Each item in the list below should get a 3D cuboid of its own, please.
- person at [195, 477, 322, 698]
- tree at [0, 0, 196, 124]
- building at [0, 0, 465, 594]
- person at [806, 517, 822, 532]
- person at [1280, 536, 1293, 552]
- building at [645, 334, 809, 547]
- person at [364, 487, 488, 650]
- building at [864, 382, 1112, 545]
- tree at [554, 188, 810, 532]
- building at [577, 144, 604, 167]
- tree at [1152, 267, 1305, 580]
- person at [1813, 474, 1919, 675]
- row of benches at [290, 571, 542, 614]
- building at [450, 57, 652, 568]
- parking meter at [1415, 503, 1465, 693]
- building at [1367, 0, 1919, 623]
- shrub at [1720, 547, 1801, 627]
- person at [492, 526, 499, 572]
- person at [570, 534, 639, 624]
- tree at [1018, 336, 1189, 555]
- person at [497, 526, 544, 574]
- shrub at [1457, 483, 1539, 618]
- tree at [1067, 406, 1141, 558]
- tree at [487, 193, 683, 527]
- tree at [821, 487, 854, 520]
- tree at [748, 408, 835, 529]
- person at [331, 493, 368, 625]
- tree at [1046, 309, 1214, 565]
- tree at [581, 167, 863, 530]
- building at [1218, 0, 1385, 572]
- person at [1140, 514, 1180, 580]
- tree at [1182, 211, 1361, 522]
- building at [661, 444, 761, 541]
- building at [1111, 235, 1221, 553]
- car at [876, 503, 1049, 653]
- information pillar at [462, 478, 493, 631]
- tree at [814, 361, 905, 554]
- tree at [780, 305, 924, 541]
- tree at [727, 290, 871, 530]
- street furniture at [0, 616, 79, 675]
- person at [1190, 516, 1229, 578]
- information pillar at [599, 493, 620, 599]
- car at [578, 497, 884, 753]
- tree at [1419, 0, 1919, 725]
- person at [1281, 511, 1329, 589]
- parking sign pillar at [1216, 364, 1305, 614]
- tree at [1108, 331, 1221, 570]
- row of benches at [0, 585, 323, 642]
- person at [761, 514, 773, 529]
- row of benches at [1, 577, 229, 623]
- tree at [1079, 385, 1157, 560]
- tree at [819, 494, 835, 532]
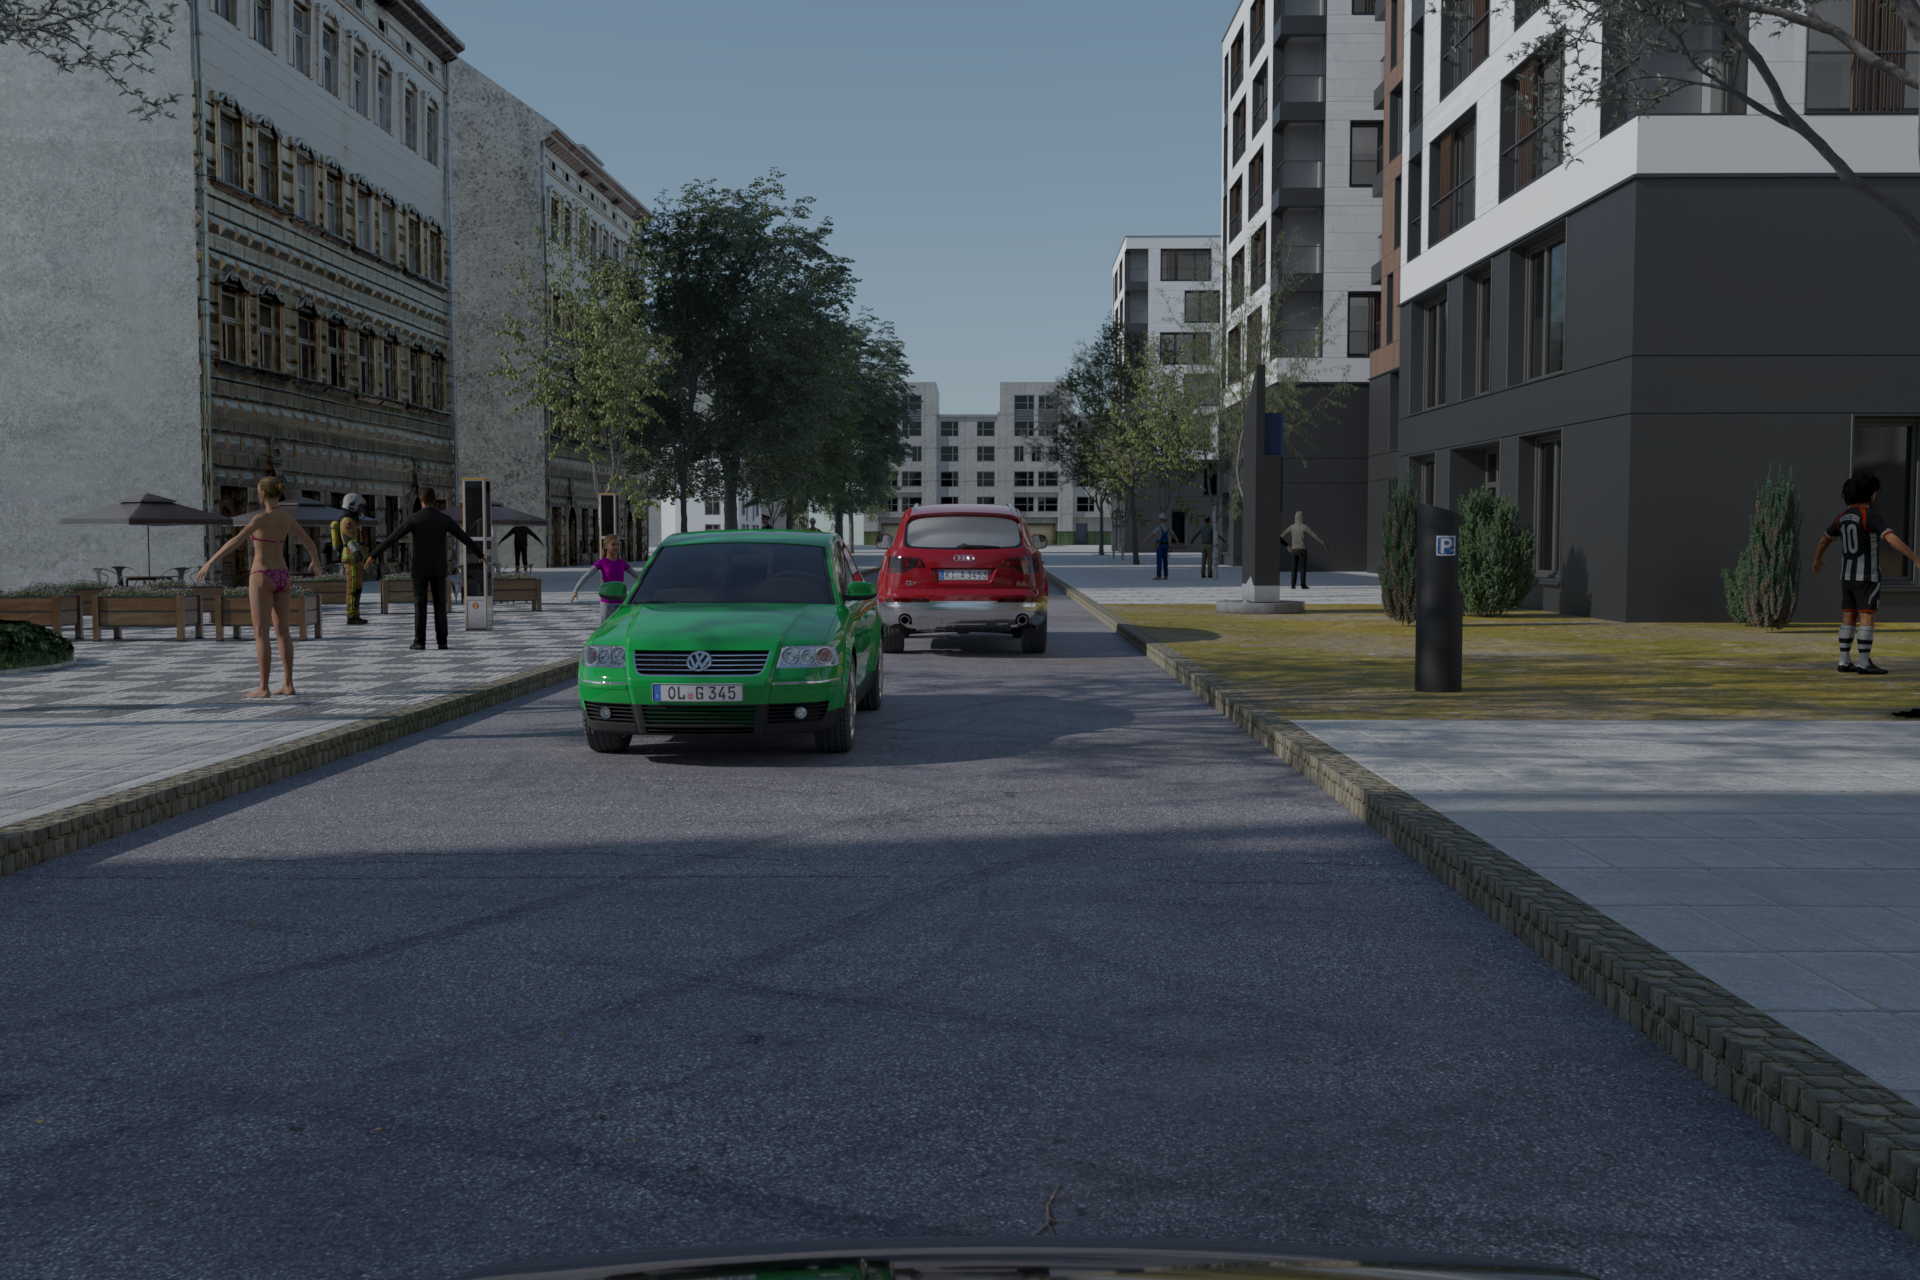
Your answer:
[{"bbox_3d":[-5.502,-0.422,13.697,0.721,1.733,1.217,2,4,26],"label":"person"},{"bbox_3d":[-8.360,-6.131,10.614,12.009,13.543,11.850,0,3,0],"label":"tree"},{"bbox_3d":[-25.054,-13.083,44.833,19.493,23.208,18.063,0,3,0],"label":"building"},{"bbox_3d":[-4.343,-2.719,50.918,1.216,1.772,0.721,0,4,6],"label":"person"},{"bbox_3d":[6.294,-1.795,35.540,1.347,1.806,0.705,-3,4,-38],"label":"person"},{"bbox_3d":[-26.019,-21.334,179.735,19.493,23.208,18.063,0,4,1],"label":"building"},{"bbox_3d":[-5.904,-0.796,19.246,1.346,1.802,0.704,-2,4,-29],"label":"person"},{"bbox_3d":[4.662,-20.748,208.139,31.486,18.905,16.747,0,4,1],"label":"building"},{"bbox_3d":[-7.905,-6.937,47.830,8.767,10.594,7.601,2,4,35],"label":"tree"},{"bbox_3d":[-23.286,-14.010,85.489,16.016,20.090,11.380,0,4,1],"label":"building"},{"bbox_3d":[7.075,-5.975,48.060,4.360,8.622,3.978,0,3,0],"label":"tree"},{"bbox_3d":[8.292,-0.597,15.906,0.704,1.843,1.345,-1,4,-16],"label":"person"},{"bbox_3d":[-8.751,-0.774,28.125,4.104,0.672,1.422,-1,4,-22],"label":"row of benches"},{"bbox_3d":[-24.446,-14.842,73.590,19.493,23.208,18.063,0,4,2],"label":"building"},{"bbox_3d":[3.913,-0.350,14.131,0.372,1.533,0.369,0,3,0],"label":"parking meter"},{"bbox_3d":[23.771,-12.015,40.421,27.936,21.610,32.646,0,4,1],"label":"building"},{"bbox_3d":[11.102,-0.789,24.013,1.383,1.207,1.383,0,3,0],"label":"shrub"},{"bbox_3d":[-9.961,-1.858,36.566,0.705,1.806,1.347,-1,4,-21],"label":"person"},{"bbox_3d":[-3.346,-0.314,16.862,0.991,1.433,0.599,-3,4,-39],"label":"person"},{"bbox_3d":[8.547,-11.890,104.777,12.009,13.543,11.850,0,3,0],"label":"tree"},{"bbox_3d":[-13.033,-2.768,51.389,1.346,1.812,0.704,-1,4,-20],"label":"person"},{"bbox_3d":[8.129,-1.395,26.855,1.661,2.075,1.752,0,3,0],"label":"shrub"},{"bbox_3d":[7.931,-8.610,91.136,4.737,8.622,4.395,0,3,0],"label":"tree"},{"bbox_3d":[-7.857,-5.325,37.433,4.737,8.622,4.395,0,3,0],"label":"tree"},{"bbox_3d":[-14.833,-15.853,209.554,4.737,8.622,4.395,0,3,0],"label":"tree"},{"bbox_3d":[-7.605,-7.409,71.507,4.737,8.622,4.395,0,3,0],"label":"tree"},{"bbox_3d":[-8.574,-1.151,24.582,0.705,1.858,1.354,-1,4,-17],"label":"person"},{"bbox_3d":[7.054,-8.433,72.296,7.601,10.594,8.767,0,4,6],"label":"tree"},{"bbox_3d":[-8.132,-9.389,60.173,9.857,13.997,8.962,0,3,0],"label":"tree"},{"bbox_3d":[24.793,-14.083,74.232,27.936,21.610,32.646,0,4,1],"label":"building"},{"bbox_3d":[5.653,-2.612,48.560,1.347,1.847,0.705,-2,4,-29],"label":"person"},{"bbox_3d":[6.550,-5.512,40.478,4.360,8.622,3.978,0,3,0],"label":"tree"},{"bbox_3d":[-21.872,-12.837,152.031,9.099,9.664,28.070,0,4,1],"label":"building"},{"bbox_3d":[25.636,-17.791,134.849,27.936,21.610,32.646,0,4,1],"label":"building"},{"bbox_3d":[0.025,-0.837,22.360,2.281,1.827,5.304,0,4,0],"label":"car"},{"bbox_3d":[-6.389,-1.129,22.958,0.304,2.012,0.304,0,4,0],"label":"information pillar"},{"bbox_3d":[-7.421,-11.880,112.371,7.486,12.596,7.792,0,3,0],"label":"tree"},{"bbox_3d":[-6.945,-11.675,97.548,9.857,13.997,8.962,0,3,0],"label":"tree"},{"bbox_3d":[-7.714,-9.940,80.651,7.486,12.596,7.792,0,3,0],"label":"tree"},{"bbox_3d":[-11.592,0.063,14.598,5.734,0.657,10.072,0,4,3],"label":"street furniture"},{"bbox_3d":[7.273,-2.724,50.816,1.348,1.796,0.705,3,5,41],"label":"person"},{"bbox_3d":[-6.321,-1.637,31.264,0.304,2.012,0.304,0,4,2],"label":"information pillar"},{"bbox_3d":[-1.546,-0.243,12.773,1.959,1.807,4.718,0,4,1],"label":"car"},{"bbox_3d":[6.885,-6.175,11.332,12.009,13.543,11.850,0,3,0],"label":"tree"},{"bbox_3d":[7.928,-2.097,40.420,1.348,1.813,0.705,2,4,28],"label":"person"},{"bbox_3d":[4.917,-2.433,28.248,1.447,3.967,1.447,0,4,0],"label":"parking sign pillar"},{"bbox_3d":[7.360,-6.841,62.219,4.737,8.622,4.395,0,3,0],"label":"tree"},{"bbox_3d":[-9.706,-0.332,20.895,4.104,0.672,1.422,0,4,-2],"label":"row of benches"},{"bbox_3d":[-5.445,-2.596,48.382,0.705,1.837,1.347,-3,5,-40],"label":"person"},{"bbox_3d":[-12.108,-0.488,23.438,4.104,0.672,1.422,-3,5,-42],"label":"row of benches"},{"bbox_3d":[7.933,-8.217,84.713,4.737,8.622,4.395,0,3,0],"label":"tree"},{"bbox_3d":[-14.915,-15.498,203.758,4.737,8.622,4.395,0,3,0],"label":"tree"}]
